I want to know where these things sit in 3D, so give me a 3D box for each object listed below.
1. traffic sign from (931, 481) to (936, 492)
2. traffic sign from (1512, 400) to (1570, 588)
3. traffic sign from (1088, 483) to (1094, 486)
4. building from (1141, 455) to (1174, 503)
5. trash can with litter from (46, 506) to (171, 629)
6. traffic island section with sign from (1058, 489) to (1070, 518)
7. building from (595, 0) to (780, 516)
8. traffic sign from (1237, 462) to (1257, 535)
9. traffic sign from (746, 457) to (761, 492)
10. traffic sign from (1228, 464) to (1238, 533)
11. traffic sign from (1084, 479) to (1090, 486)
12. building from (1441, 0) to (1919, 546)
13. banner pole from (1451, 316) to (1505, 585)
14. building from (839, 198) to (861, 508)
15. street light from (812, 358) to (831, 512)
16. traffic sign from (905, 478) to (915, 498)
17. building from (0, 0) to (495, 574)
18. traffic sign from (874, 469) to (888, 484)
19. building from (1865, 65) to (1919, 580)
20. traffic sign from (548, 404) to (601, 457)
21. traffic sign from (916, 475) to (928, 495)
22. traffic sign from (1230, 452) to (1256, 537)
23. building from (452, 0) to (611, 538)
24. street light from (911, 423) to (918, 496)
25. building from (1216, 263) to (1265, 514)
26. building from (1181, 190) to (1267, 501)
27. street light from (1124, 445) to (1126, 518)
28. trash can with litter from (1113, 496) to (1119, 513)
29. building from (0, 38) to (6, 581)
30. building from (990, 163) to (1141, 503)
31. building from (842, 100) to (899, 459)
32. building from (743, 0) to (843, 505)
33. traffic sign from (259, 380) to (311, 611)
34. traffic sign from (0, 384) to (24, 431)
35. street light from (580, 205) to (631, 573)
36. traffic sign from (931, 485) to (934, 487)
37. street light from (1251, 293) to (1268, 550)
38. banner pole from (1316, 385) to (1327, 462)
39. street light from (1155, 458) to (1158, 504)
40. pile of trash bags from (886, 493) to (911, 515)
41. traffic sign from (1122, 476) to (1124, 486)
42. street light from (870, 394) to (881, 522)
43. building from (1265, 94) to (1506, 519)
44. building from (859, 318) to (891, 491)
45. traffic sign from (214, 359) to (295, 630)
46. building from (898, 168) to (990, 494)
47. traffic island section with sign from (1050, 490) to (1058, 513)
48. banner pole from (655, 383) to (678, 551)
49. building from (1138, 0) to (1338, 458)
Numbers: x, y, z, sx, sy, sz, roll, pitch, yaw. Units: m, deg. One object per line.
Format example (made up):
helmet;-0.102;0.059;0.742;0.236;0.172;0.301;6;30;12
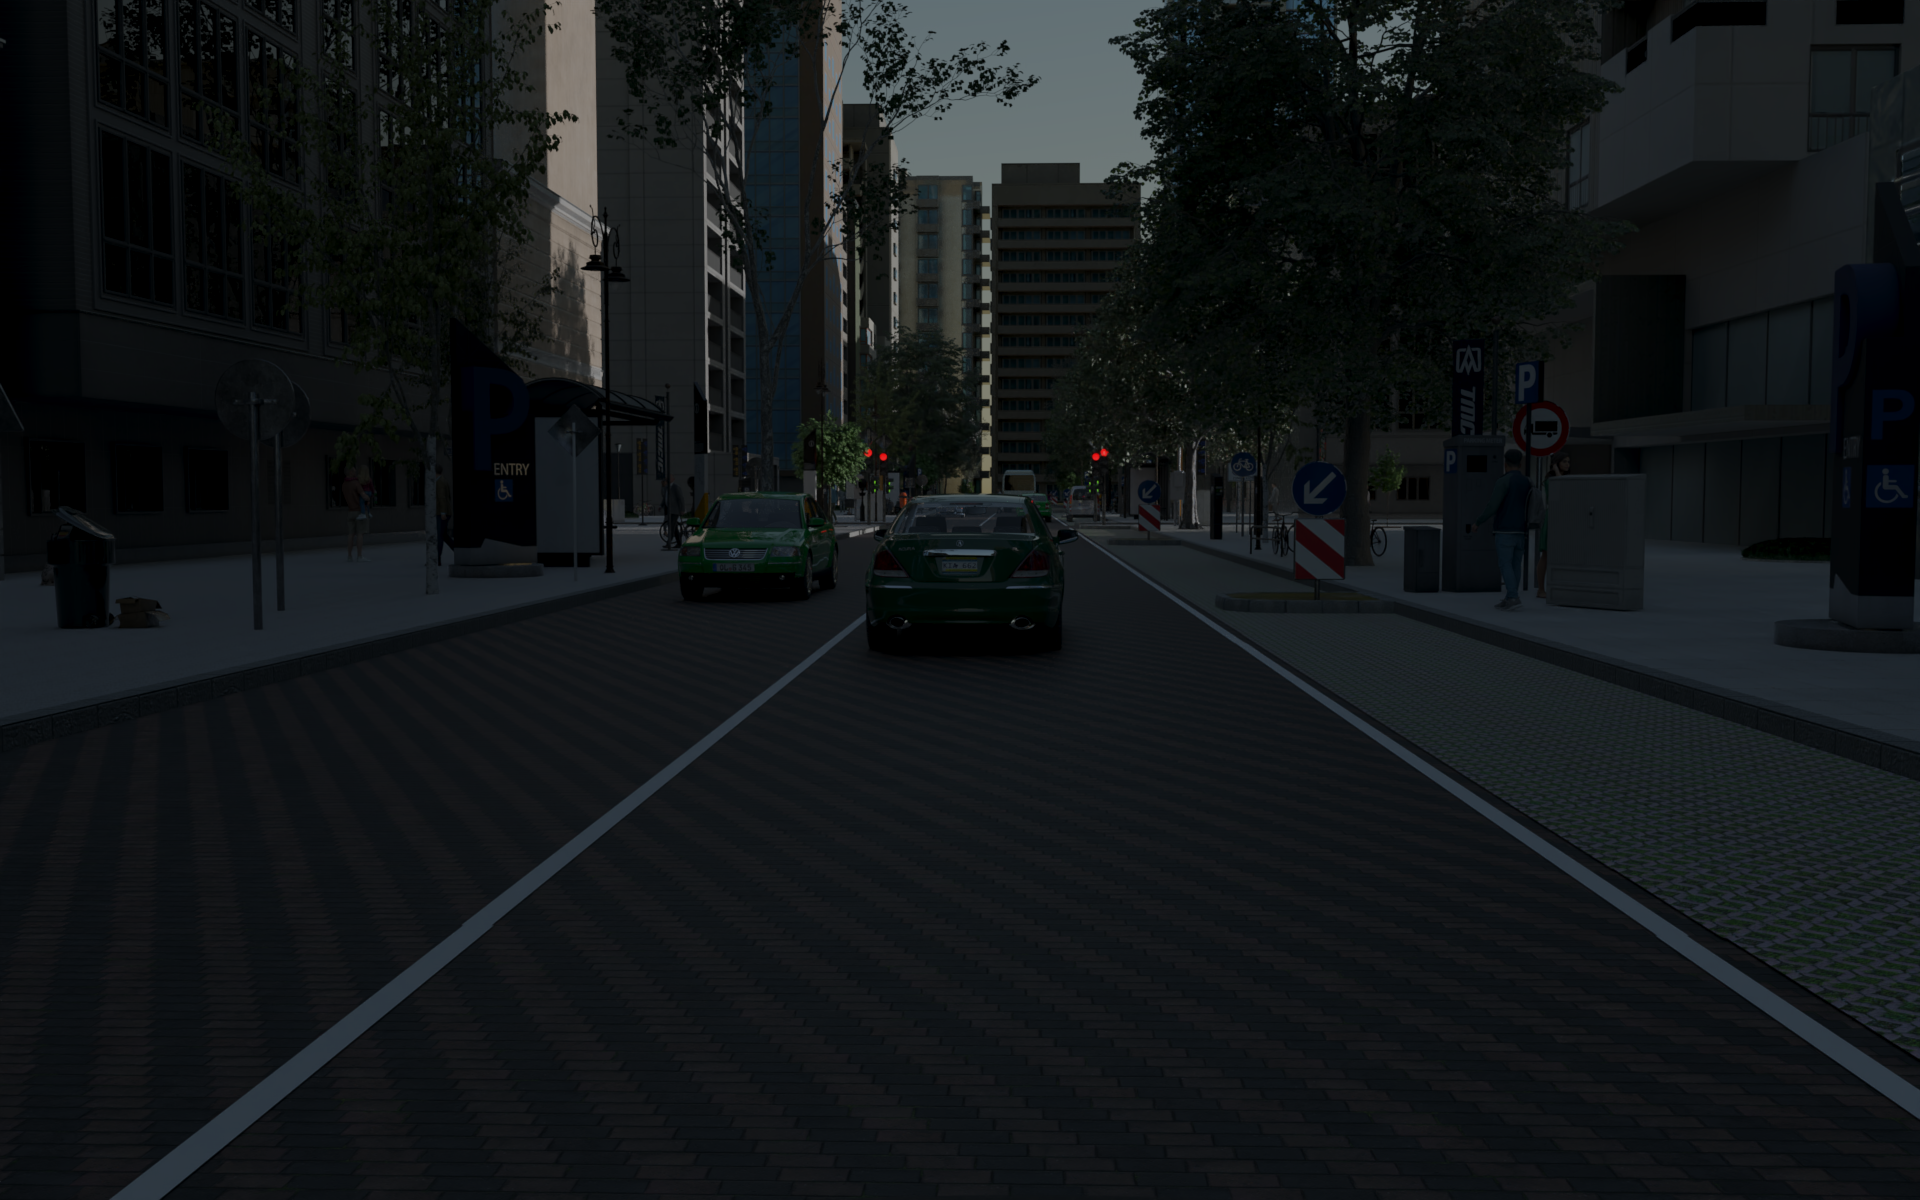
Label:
traffic sign;-2.199;-8.314;138.069;0.606;2.300;0.079;0;4;5
traffic sign;7.883;-1.436;23.589;0.768;2.556;0.104;0;4;6
traffic sign;9.661;-7.658;125.211;0.884;2.594;0.081;0;4;3
building;33.310;-20.223;175.693;27.650;21.520;28.899;0;4;2
trash can with litter;-8.199;-0.325;16.699;1.055;1.170;0.624;0;4;-6
traffic island section with sign;7.096;-5.846;104.214;1.989;1.847;2.006;0;4;2
building;-22.505;-41.097;110.196;20.563;71.187;20.611;0;4;2
traffic sign;9.121;-3.200;54.443;0.606;2.300;0.079;0;4;4
traffic sign;-7.023;-3.646;59.719;0.768;2.556;0.104;0;4;7
traffic sign;9.118;-3.358;57.030;0.606;2.300;0.079;0;4;7
traffic sign;9.970;-8.163;133.567;0.768;2.556;0.104;1;4;10
building;29.973;-28.028;47.490;28.713;52.752;27.495;0;4;2
banner pole;7.358;-2.115;24.603;0.863;3.779;0.401;3;5;39
building;-16.973;-23.896;162.394;14.160;30.474;14.107;0;4;2
street light;-4.690;-5.267;58.903;0.468;5.910;1.993;0;4;2
traffic sign;-3.137;-6.529;108.879;0.606;2.300;0.079;0;4;7
building;-20.339;-14.908;37.259;14.314;27.812;24.014;0;4;2
traffic sign;-4.054;-5.420;88.720;0.768;2.556;0.104;0;4;8
building;25.050;-42.615;9.429;22.319;86.520;31.000;0;4;2
traffic sign;-5.676;-1.574;25.463;0.795;2.593;0.064;0;4;2
traffic sign;-2.485;-6.895;112.839;0.768;2.556;0.104;0;4;7
traffic sign;8.528;-3.186;52.195;0.768;2.556;0.104;1;4;8
building;-22.921;-16.572;56.863;20.117;28.700;13.634;0;4;2
street light;-2.866;-8.464;111.176;0.468;5.910;1.993;0;4;2
building;23.337;-15.580;119.355;10.561;19.102;19.286;0;4;2
building;24.581;-21.038;141.228;12.463;27.353;25.104;0;4;2
street light;8.718;-7.251;91.347;0.468;5.910;1.993;0;4;2
trash can with litter;10.923;-6.649;120.090;0.624;1.170;1.055;1;4;8
building;-20.075;-14.240;10.316;11.434;29.767;29.804;0;4;2
building;15.324;-38.655;255.715;21.600;48.544;21.300;0;4;2
building;-18.789;-36.010;212.465;21.600;48.544;21.300;0;4;2
building;-17.245;-30.099;142.225;14.600;45.320;14.200;0;4;2
traffic sign;-7.471;-1.154;18.980;0.768;2.556;0.104;1;4;10
traffic sign;-8.348;-0.900;14.719;0.884;2.594;0.081;1;4;12
street light;-5.702;-3.379;28.028;0.468;5.910;1.993;0;4;2
traffic sign;-2.357;-8.317;136.095;0.768;2.556;0.104;1;4;8
street light;6.865;-4.092;39.700;0.468;5.910;1.993;0;4;2
banner pole;8.086;-2.985;38.826;0.401;3.779;0.863;0;4;-5
street light;7.976;-5.962;70.265;0.468;5.910;1.993;0;4;2
pile of trash bags;-3.721;-5.775;104.177;1.912;1.369;3.447;-1;4;-15
traffic sign;11.384;-7.283;119.175;0.768;2.556;0.104;1;4;9
street light;-3.892;-6.565;80.117;0.468;5.910;1.993;0;4;2
building;32.381;-16.737;92.717;30.058;24.678;14.314;0;4;2
building;-22.206;-20.768;184.593;27.650;21.520;28.899;0;4;2
traffic sign;-6.644;-0.992;16.323;0.768;2.556;0.104;0;4;2
building;-10.748;-38.998;257.232;30.456;49.044;23.786;0;4;2
traffic island section with sign;8.014;-7.494;131.154;1.989;1.847;2.006;0;4;2
banner pole;-6.654;-2.991;38.919;0.401;3.779;0.863;1;4;18
building;32.498;-54.517;204.020;22.319;86.520;31.000;0;4;2
